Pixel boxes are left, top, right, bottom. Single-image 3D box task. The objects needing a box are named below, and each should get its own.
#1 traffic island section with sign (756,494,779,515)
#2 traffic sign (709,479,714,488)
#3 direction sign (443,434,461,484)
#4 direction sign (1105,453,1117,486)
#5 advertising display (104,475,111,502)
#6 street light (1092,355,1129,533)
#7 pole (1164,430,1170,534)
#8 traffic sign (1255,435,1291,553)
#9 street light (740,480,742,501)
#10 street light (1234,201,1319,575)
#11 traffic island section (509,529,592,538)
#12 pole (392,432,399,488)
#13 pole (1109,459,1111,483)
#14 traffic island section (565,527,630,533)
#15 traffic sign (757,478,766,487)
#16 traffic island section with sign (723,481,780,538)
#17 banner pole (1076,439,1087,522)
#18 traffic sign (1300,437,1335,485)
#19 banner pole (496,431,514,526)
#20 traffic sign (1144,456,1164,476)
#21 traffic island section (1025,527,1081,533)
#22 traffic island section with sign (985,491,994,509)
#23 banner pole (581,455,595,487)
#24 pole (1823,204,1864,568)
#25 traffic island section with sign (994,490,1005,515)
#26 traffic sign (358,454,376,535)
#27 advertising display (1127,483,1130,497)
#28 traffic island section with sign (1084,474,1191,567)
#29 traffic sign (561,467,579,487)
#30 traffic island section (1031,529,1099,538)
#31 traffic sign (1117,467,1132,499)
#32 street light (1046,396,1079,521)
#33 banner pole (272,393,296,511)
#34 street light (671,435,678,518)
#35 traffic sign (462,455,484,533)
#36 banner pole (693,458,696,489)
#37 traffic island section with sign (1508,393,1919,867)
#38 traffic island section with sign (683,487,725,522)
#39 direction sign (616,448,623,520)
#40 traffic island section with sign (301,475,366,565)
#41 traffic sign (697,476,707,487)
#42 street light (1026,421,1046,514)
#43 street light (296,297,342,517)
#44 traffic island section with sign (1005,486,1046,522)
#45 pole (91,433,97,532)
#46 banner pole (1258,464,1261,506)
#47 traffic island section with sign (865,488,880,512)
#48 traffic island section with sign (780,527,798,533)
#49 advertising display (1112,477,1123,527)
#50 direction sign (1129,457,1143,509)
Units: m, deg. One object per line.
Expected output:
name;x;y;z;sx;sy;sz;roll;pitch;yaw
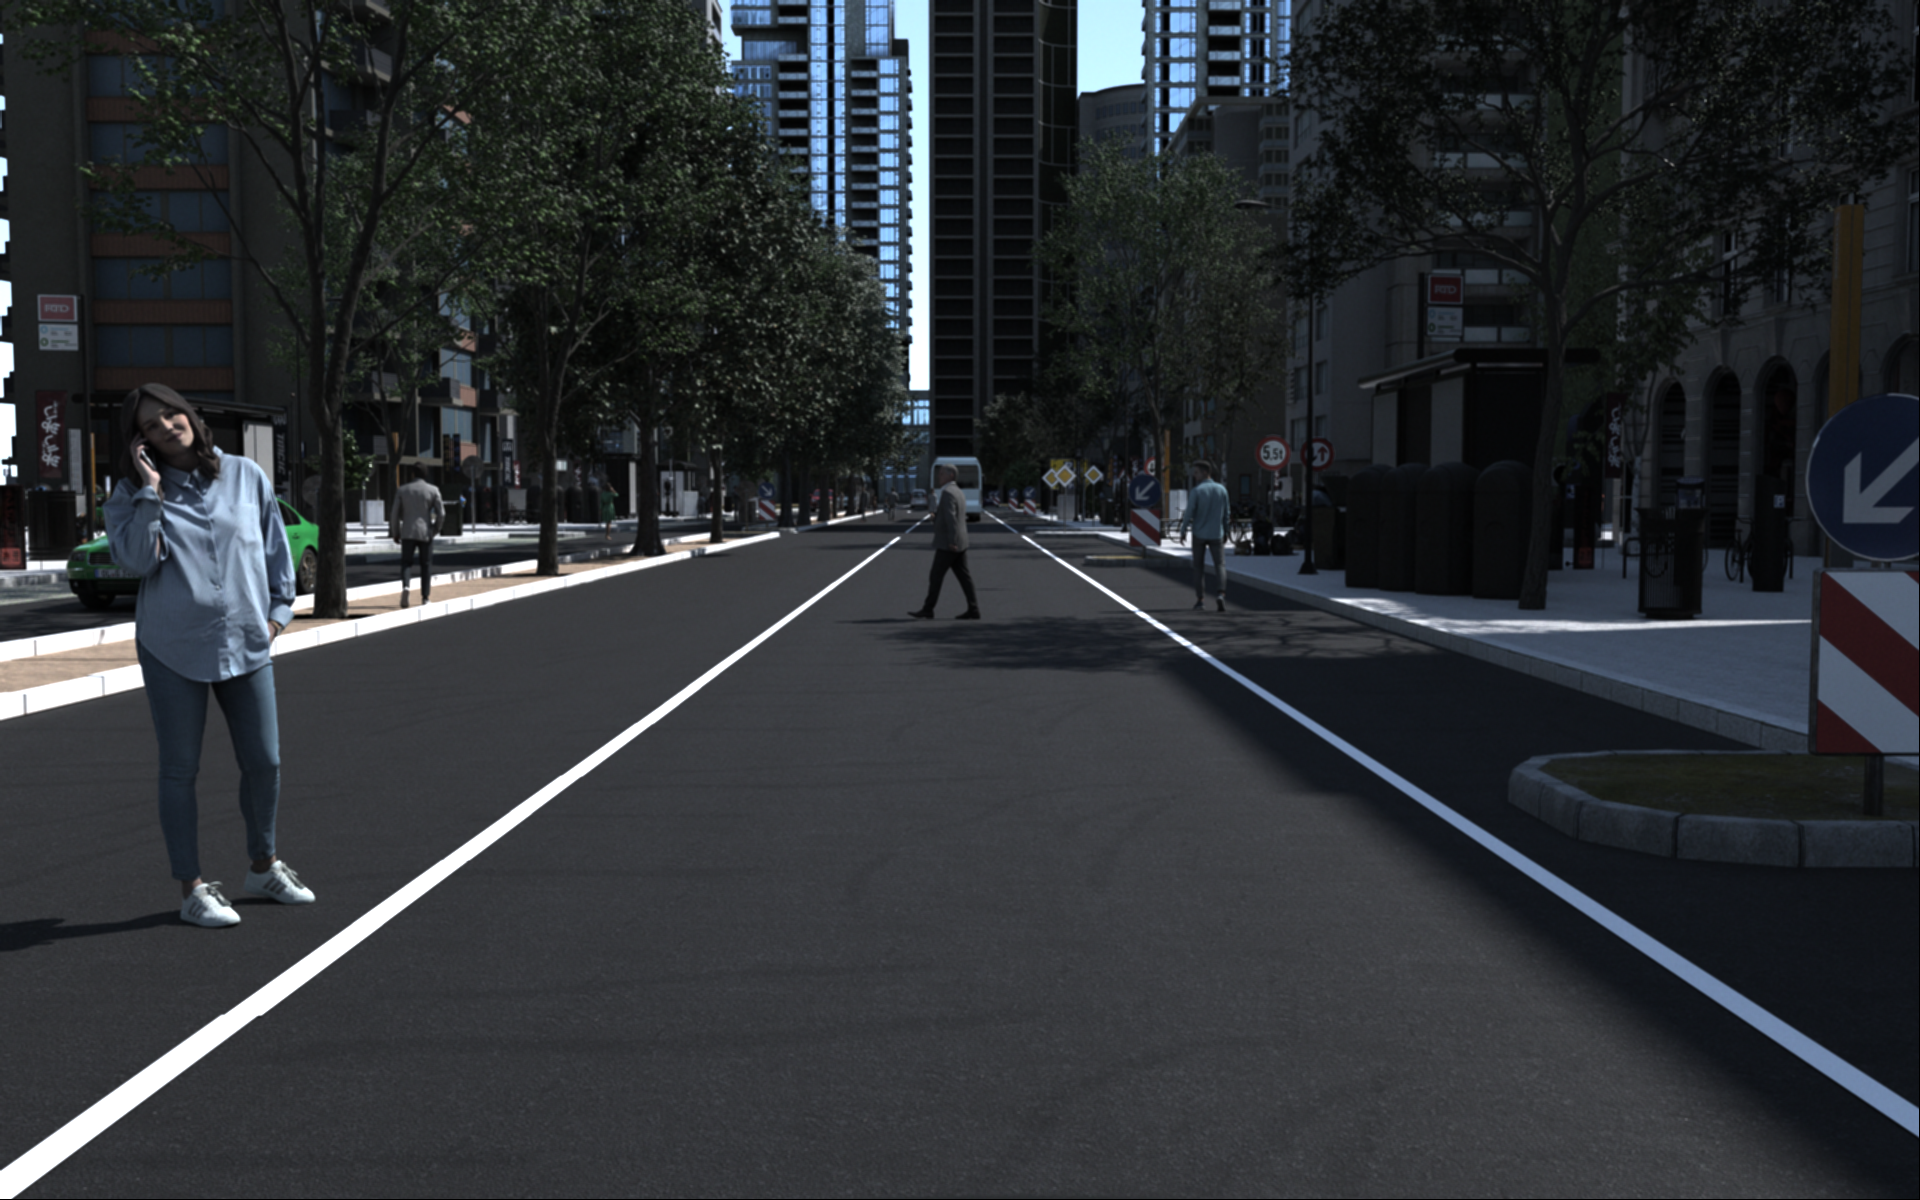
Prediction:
traffic island section with sign;-13.360;-6.665;117.595;1.989;1.847;2.006;0;3;0
traffic sign;-16.720;-7.058;117.524;0.606;2.300;0.079;0;4;3
direction sign;-19.177;-4.489;65.395;0.876;3.537;0.379;2;4;29
direction sign;8.448;-6.410;96.795;0.876;3.537;0.379;-3;4;-38
advertising display;-28.189;-3.239;58.169;0.974;1.923;0.123;-3;4;-38
street light;4.962;-5.192;57.430;1.470;5.913;1.316;0;3;0
pole;6.616;-3.765;55.395;0.158;3.312;0.155;0;3;0
traffic sign;6.787;-2.294;37.611;0.768;2.556;0.104;1;4;9
street light;-15.080;-9.230;123.449;1.470;5.913;1.316;0;3;0
street light;5.036;-3.366;27.580;1.470;5.913;1.316;0;3;0
traffic island section;-13.642;-2.157;57.547;2.009;0.180;2.903;0;3;0
pole;-18.681;-3.885;57.357;0.158;3.312;0.155;0;3;0
pole;8.625;-6.453;99.346;0.158;3.312;0.155;0;3;0
traffic island section;-13.648;-2.645;65.532;2.009;0.180;2.903;0;3;0
traffic sign;-15.921;-8.479;138.743;0.768;2.556;0.104;0;4;2
traffic island section with sign;-7.193;-3.037;57.786;2.006;1.907;1.989;0;3;0
banner pole;5.533;-5.477;79.564;0.401;3.779;0.863;-2;4;-28
traffic sign;8.007;-2.372;38.881;0.768;2.556;0.104;0;4;6
banner pole;-18.125;-4.823;68.871;0.863;3.779;0.401;-3;4;-37
traffic sign;6.572;-3.560;58.318;0.768;2.556;0.104;0;4;7
traffic island section;3.493;-2.646;65.541;2.009;0.180;2.903;0;3;0
traffic island section with sign;3.421;-9.742;167.915;1.989;1.847;2.006;0;3;0
banner pole;-17.964;-5.713;83.423;0.863;3.779;0.401;-1;4;-22
pole;6.285;-1.132;12.345;0.158;3.312;0.155;0;3;0
traffic island section with sign;3.457;-6.634;117.095;1.989;1.847;2.006;0;3;0
traffic sign;-18.750;-3.327;54.502;0.768;2.556;0.104;0;4;8
advertising display;8.680;-5.298;91.841;0.974;1.923;0.123;3;4;38
traffic island section with sign;3.531;-1.605;34.865;1.989;1.847;2.006;0;3;0
traffic sign;-18.544;-5.037;82.356;0.884;2.594;0.081;0;4;0
traffic island section;3.500;-2.158;57.556;2.009;0.180;2.903;0;3;0
traffic sign;7.751;-5.012;81.947;0.884;2.594;0.081;0;4;1
street light;4.920;-6.645;81.192;1.470;5.913;1.316;0;3;0
banner pole;-16.787;-3.251;43.167;0.863;3.779;0.401;1;4;21
street light;-15.034;-7.451;94.368;1.470;5.913;1.316;0;3;0
traffic sign;-16.022;-3.479;56.982;0.768;2.556;0.104;0;4;6
banner pole;-18.303;-7.904;119.253;0.401;3.779;0.863;0;4;6
traffic island section with sign;3.548;0.063;7.594;1.989;1.847;2.006;0;3;0
traffic island section with sign;-13.353;-5.016;90.639;1.989;1.847;2.006;0;3;0
direction sign;-16.665;-5.660;84.537;0.379;3.537;0.876;-1;4;-11
traffic island section with sign;-13.294;-1.636;35.382;1.989;1.847;2.006;0;3;0
traffic sign;-17.822;-7.326;119.887;0.768;2.556;0.104;1;4;8
street light;4.954;-8.424;110.273;1.470;5.913;1.316;0;3;0
street light;-15.071;-4.183;40.939;1.470;5.913;1.316;0;3;0
traffic island section with sign;3.486;-4.985;90.140;1.989;1.847;2.006;0;3;0
pole;-29.001;-3.917;57.887;0.158;3.312;0.155;0;3;0
banner pole;16.904;-6.592;97.802;0.401;3.779;0.863;0;4;-3
traffic island section with sign;-7.261;-8.085;140.332;2.006;1.907;1.989;0;3;0
traffic island section with sign;-7.189;-3.490;65.193;2.006;1.907;1.989;0;3;0
advertising display;6.153;-3.813;67.558;0.123;1.923;0.974;-1;4;-13
direction sign;10.687;-6.936;105.404;0.876;3.537;0.379;-1;4;-11
